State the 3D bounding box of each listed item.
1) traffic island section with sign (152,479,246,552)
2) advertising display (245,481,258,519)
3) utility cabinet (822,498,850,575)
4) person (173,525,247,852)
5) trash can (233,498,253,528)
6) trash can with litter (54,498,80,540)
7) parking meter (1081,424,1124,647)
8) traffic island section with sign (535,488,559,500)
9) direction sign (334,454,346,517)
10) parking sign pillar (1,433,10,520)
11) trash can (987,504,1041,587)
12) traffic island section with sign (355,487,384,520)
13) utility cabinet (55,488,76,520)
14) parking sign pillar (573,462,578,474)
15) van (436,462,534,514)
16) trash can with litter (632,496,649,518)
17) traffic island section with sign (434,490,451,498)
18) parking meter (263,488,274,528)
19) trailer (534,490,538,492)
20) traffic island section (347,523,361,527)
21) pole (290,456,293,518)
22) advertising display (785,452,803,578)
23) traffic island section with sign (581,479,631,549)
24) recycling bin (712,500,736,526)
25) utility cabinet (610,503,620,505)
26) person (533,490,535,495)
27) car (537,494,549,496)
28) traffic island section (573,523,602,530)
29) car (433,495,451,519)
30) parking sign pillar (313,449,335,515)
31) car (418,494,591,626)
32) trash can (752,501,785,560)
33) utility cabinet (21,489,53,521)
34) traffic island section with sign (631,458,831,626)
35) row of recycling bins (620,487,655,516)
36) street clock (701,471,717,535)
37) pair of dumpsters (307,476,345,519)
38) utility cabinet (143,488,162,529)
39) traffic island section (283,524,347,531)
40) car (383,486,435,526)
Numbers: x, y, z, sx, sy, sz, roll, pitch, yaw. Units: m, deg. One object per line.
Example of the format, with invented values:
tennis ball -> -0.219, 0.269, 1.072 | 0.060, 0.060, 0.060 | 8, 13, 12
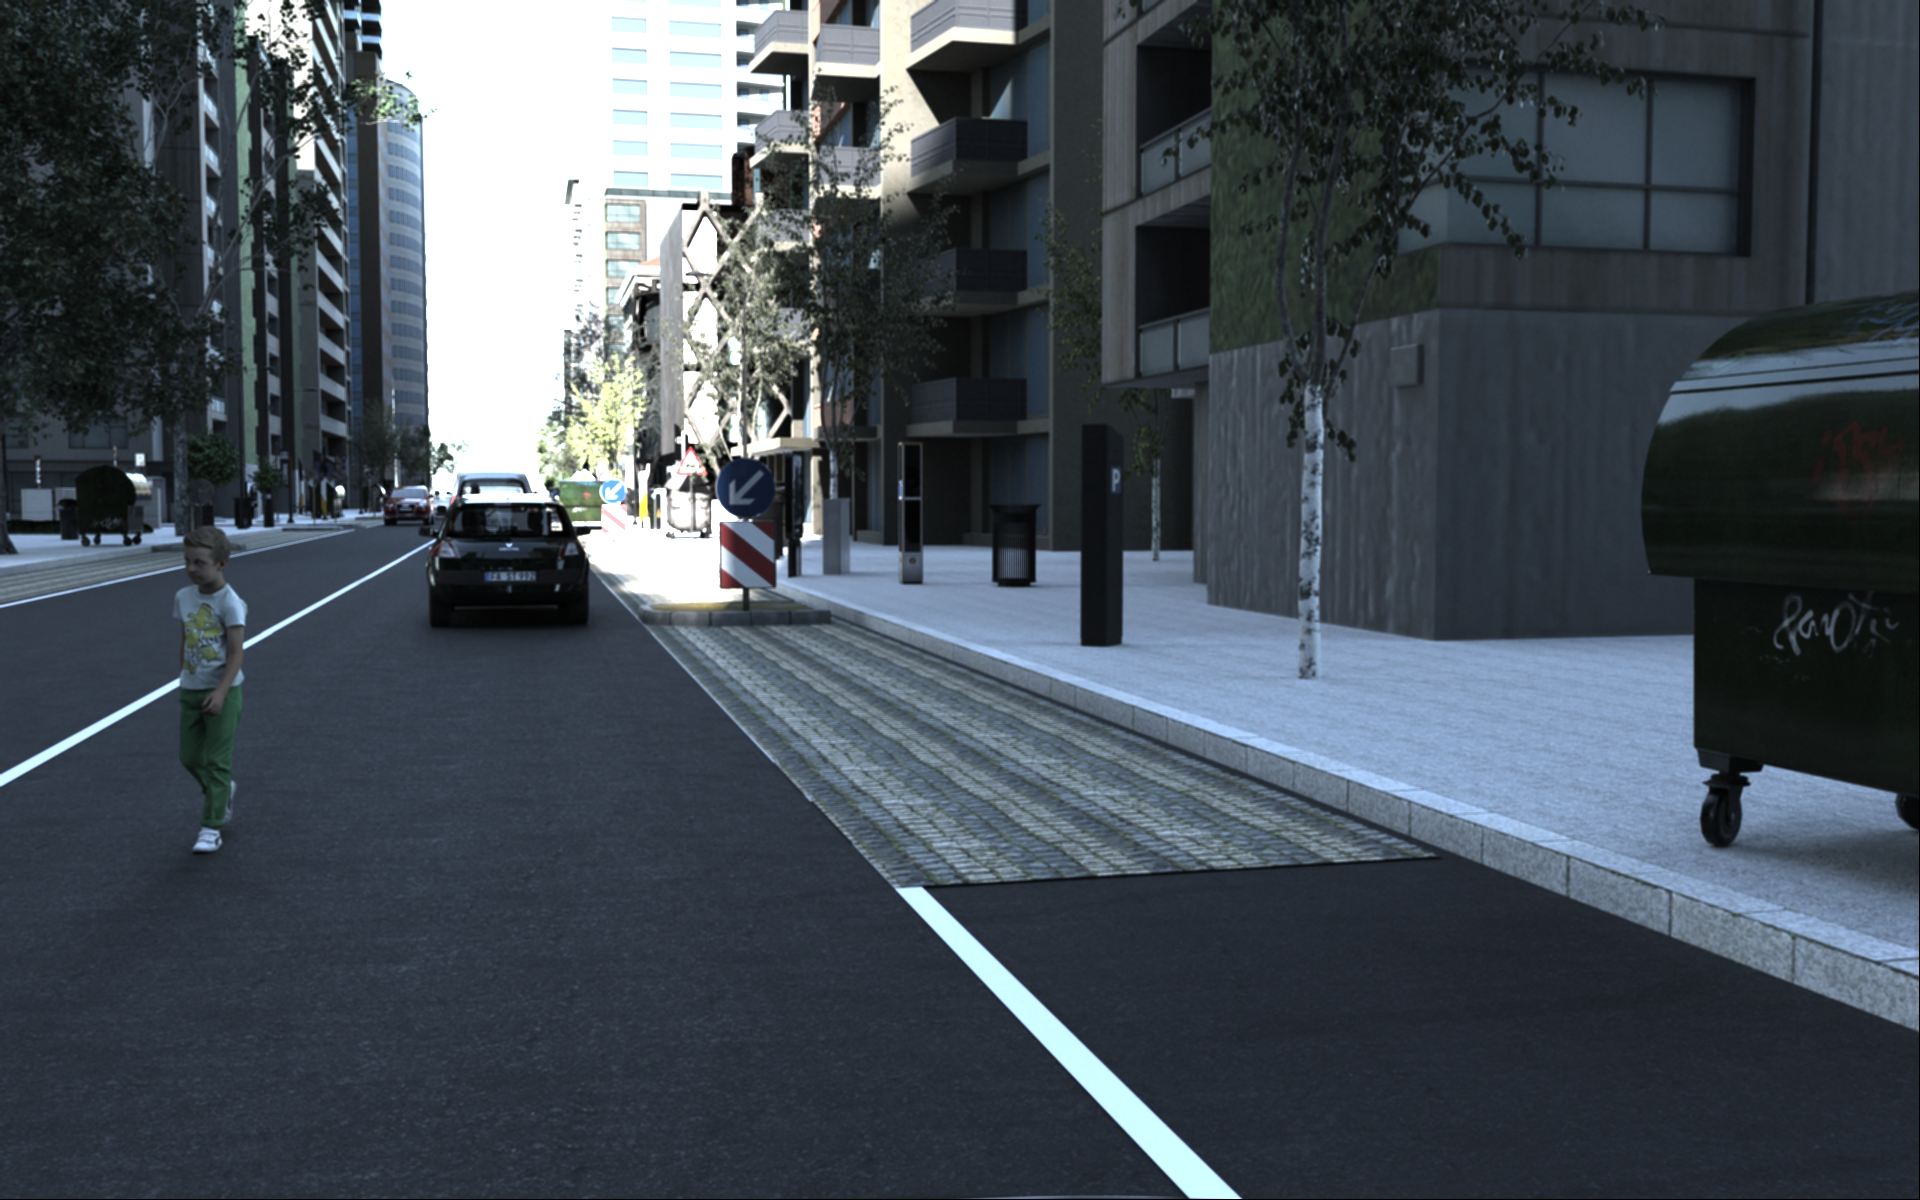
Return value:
traffic island section with sign -> -19.148, -2.142, 43.648 | 1.989, 1.847, 2.006 | -1, 4, -14
advertising display -> -36.370, -5.118, 88.894 | 0.123, 1.923, 0.974 | 1, 4, 8
utility cabinet -> -2.002, -1.030, 28.009 | 0.306, 1.237, 1.020 | 0, 4, 5
person -> -3.075, 0.344, 7.131 | 0.306, 1.304, 0.590 | 0, 4, -8
trash can -> -27.123, -3.295, 65.528 | 0.748, 1.137, 0.748 | 0, 3, 0
trash can with litter -> -25.132, -2.289, 48.815 | 0.624, 1.170, 1.055 | -1, 4, -22
parking meter -> 1.208, -0.550, 14.697 | 0.255, 1.863, 0.399 | 2, 4, 27
traffic island section with sign -> -29.750, -7.189, 126.162 | 1.989, 1.847, 2.006 | -1, 4, -14
direction sign -> -35.252, -6.521, 98.614 | 0.876, 3.537, 0.379 | 2, 4, 27
parking sign pillar -> -42.942, -5.400, 76.759 | 1.447, 3.967, 1.447 | -1, 4, -16
trash can -> 0.752, -0.761, 24.091 | 0.748, 1.137, 0.748 | 0, 3, 0
traffic island section with sign -> -32.597, -5.376, 96.531 | 1.989, 1.847, 2.006 | -1, 4, -14
utility cabinet -> -32.468, -3.333, 63.172 | 0.318, 1.500, 1.173 | 1, 4, 8
parking sign pillar -> -32.787, -9.736, 147.657 | 1.447, 3.967, 1.447 | -1, 4, -13
van -> -8.697, -1.540, 32.197 | 2.013, 2.044, 4.112 | -1, 4, -16
trash can with litter -> -17.179, -5.025, 93.551 | 0.624, 1.170, 1.055 | 1, 4, 19
traffic island section with sign -> -51.762, -9.978, 171.774 | 1.989, 1.847, 2.006 | -1, 4, -14
parking meter -> -26.580, -3.558, 66.577 | 0.372, 1.533, 0.369 | 0, 3, 0
trailer -> -67.952, -16.499, 276.814 | 1.471, 1.999, 3.904 | -1, 4, -12
traffic island section -> -27.195, -3.247, 75.373 | 2.009, 0.180, 2.903 | -1, 4, -14
pole -> -36.143, -6.093, 93.458 | 0.158, 3.312, 0.155 | 0, 3, 0
advertising display -> -2.582, -1.332, 26.994 | 0.123, 1.923, 0.974 | 0, 4, 4
traffic island section with sign -> -9.378, -2.296, 46.160 | 1.989, 1.847, 2.006 | -1, 4, -14
recycling bin -> -9.649, -3.566, 70.866 | 0.722, 1.027, 0.722 | 2, 4, 35
utility cabinet -> -19.241, -5.142, 95.237 | 1.020, 1.237, 0.306 | -3, 4, -36
person -> -45.249, -10.716, 183.699 | 0.705, 1.826, 1.348 | 2, 4, 26
car -> -47.132, -11.416, 195.452 | 1.959, 1.807, 4.718 | -1, 4, -14
traffic island section -> -17.122, -3.403, 77.923 | 2.009, 0.180, 2.903 | -1, 4, -14
car -> -29.301, -5.291, 98.865 | 2.083, 1.381, 4.827 | -1, 4, -15
parking sign pillar -> -37.867, -7.024, 103.307 | 1.447, 3.967, 1.447 | -1, 4, -15
car -> -5.311, -0.643, 20.298 | 2.009, 1.686, 4.222 | -1, 4, -15
trash can -> -3.772, -1.364, 33.952 | 0.748, 1.137, 0.748 | 0, 3, 0
utility cabinet -> -40.076, -4.068, 75.187 | 0.318, 1.500, 1.173 | 2, 4, 34
traffic island section with sign -> -2.620, -0.672, 19.615 | 1.989, 1.847, 2.006 | -1, 4, -14
row of recycling bins -> -18.930, -5.731, 100.814 | 3.534, 1.692, 1.069 | -3, 4, -37
street clock -> -7.872, -3.040, 54.271 | 0.471, 2.002, 0.358 | 0, 4, 2
pair of dumpsters -> -33.389, -5.424, 91.182 | 1.574, 2.255, 4.437 | -1, 4, -14
utility cabinet -> -29.857, -3.340, 63.289 | 1.173, 1.500, 0.318 | 0, 4, -6
traffic island section -> -25.224, -2.774, 67.634 | 2.009, 0.180, 2.903 | -1, 4, -14
car -> -25.638, -4.406, 80.703 | 2.281, 1.827, 5.304 | -1, 4, -14
